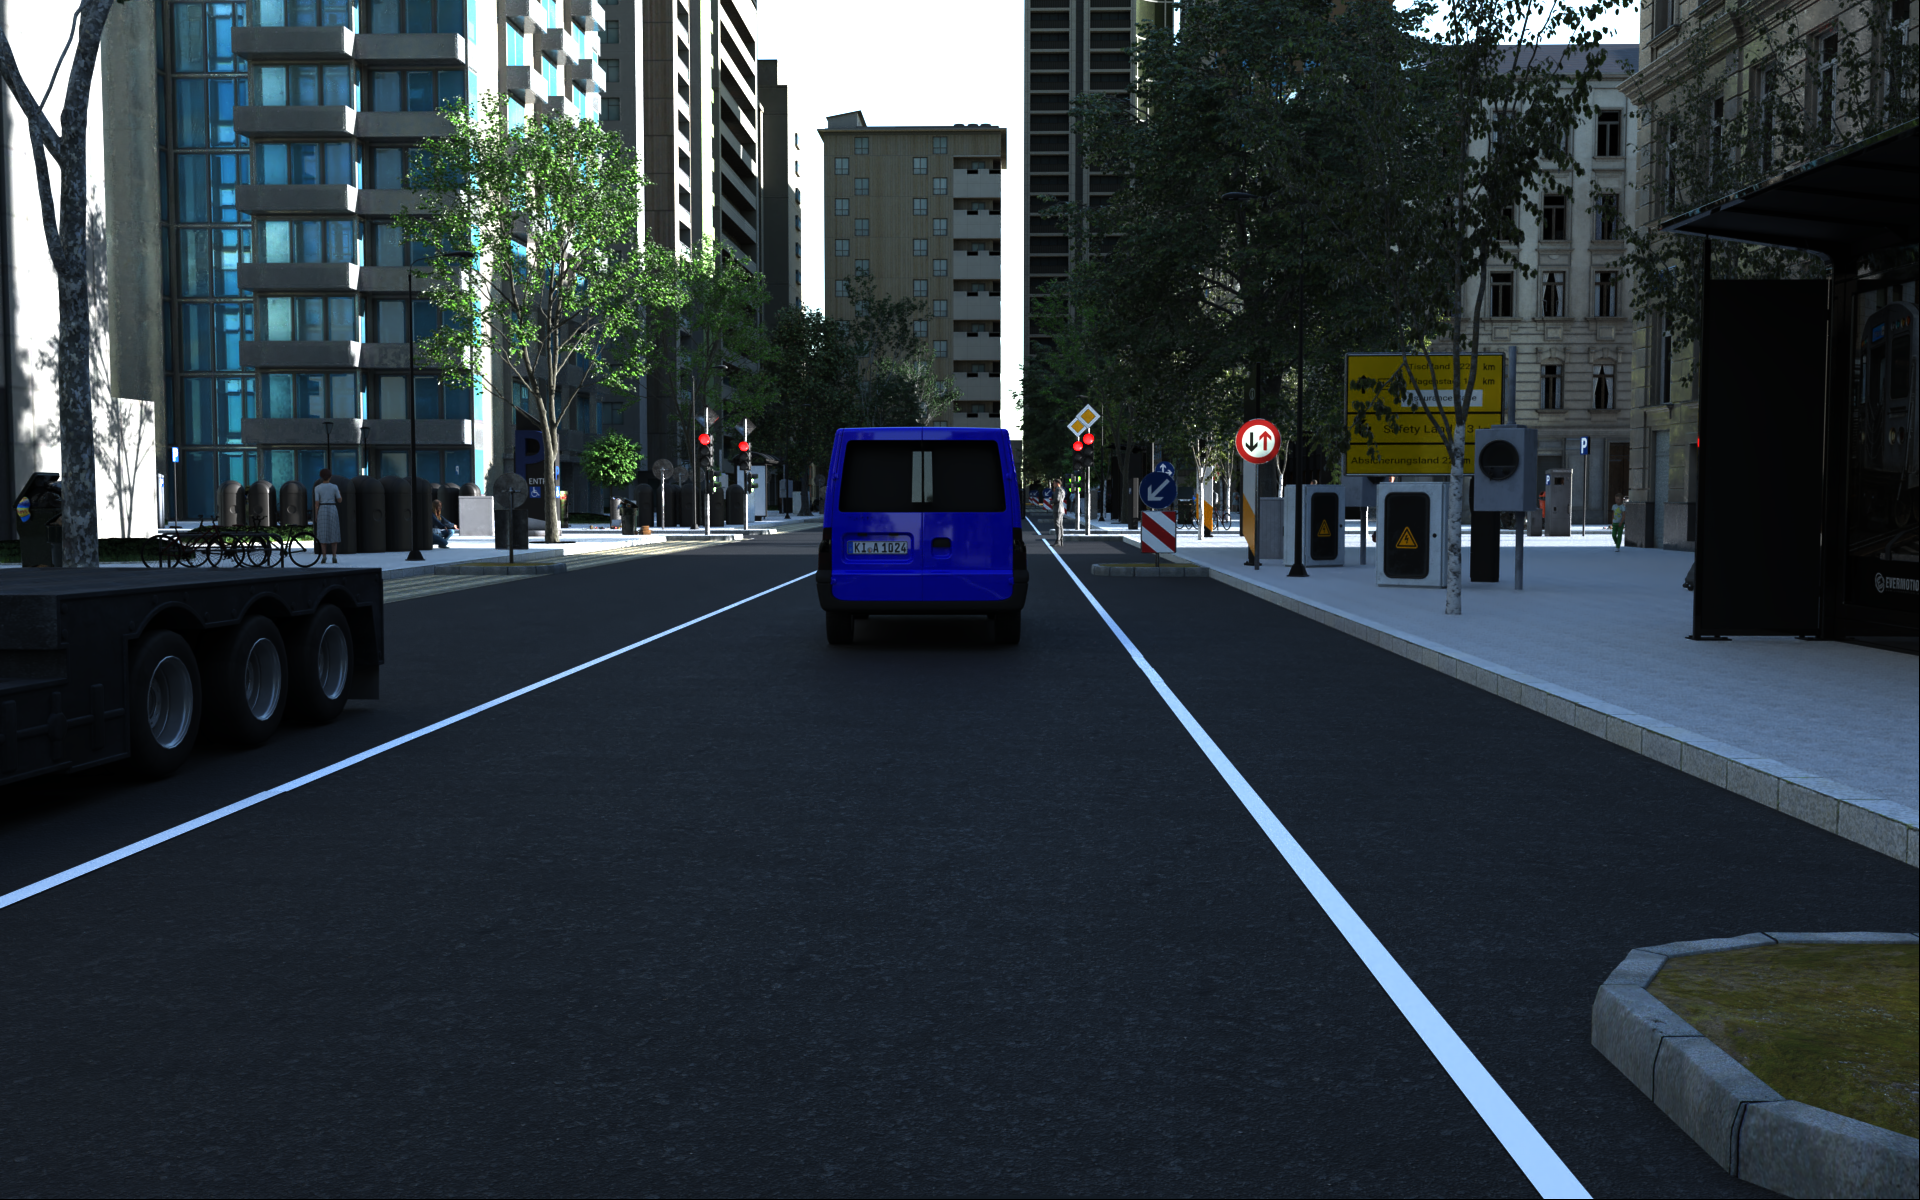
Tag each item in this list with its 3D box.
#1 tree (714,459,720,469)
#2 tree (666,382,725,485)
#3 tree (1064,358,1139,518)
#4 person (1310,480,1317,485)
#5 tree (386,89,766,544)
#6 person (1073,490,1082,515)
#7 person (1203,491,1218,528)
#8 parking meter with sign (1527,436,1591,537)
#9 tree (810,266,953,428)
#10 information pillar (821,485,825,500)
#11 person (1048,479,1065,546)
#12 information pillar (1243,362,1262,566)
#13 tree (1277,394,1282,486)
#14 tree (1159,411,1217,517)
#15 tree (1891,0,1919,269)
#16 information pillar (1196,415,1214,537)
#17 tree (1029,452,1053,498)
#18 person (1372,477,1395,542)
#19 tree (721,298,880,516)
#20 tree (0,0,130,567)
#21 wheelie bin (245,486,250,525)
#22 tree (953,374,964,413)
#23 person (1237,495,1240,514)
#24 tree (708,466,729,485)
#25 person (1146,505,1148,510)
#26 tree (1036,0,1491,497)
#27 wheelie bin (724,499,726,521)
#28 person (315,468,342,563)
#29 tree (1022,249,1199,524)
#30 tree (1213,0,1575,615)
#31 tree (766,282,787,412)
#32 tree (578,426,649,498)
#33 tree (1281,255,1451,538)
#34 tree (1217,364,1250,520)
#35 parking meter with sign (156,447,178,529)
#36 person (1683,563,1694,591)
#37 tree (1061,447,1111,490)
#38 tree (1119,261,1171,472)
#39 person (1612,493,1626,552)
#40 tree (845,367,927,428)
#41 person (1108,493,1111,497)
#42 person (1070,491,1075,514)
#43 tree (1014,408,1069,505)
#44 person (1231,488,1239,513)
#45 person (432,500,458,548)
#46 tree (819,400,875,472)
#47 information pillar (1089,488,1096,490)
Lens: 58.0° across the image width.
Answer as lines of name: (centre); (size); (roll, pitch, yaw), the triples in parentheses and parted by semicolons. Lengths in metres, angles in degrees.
tree: (-20.105, -9.281, 135.451); (4.285, 4.588, 4.351); (0, 3, 0)
tree: (-17.081, -9.819, 110.897); (4.360, 8.622, 3.978); (0, 3, 0)
tree: (7.729, -8.725, 93.012); (4.737, 8.622, 4.395); (0, 3, 0)
person: (12.757, -3.477, 63.068); (0.592, 1.802, 0.473); (-1, 4, -22)
tree: (-10.724, -7.286, 44.875); (9.928, 11.665, 9.643); (0, 3, 0)
person: (7.082, -5.940, 103.758); (0.643, 1.750, 0.593); (-1, 4, -16)
person: (9.306, -3.579, 64.903); (0.721, 1.781, 0.623); (1, 4, 12)
parking meter with sign: (18.113, -3.437, 52.463); (1.738, 3.016, 0.543); (0, 4, -4)
tree: (-8.499, -17.808, 147.053); (12.611, 20.169, 13.585); (0, 3, 0)
information pillar: (-9.579, -7.075, 120.170); (0.304, 2.012, 0.304); (1, 4, 14)
person: (2.636, -2.408, 47.684); (0.447, 1.846, 0.655); (1, 4, 18)
information pillar: (5.233, -2.429, 31.064); (0.183, 3.616, 0.504); (-1, 4, -18)
tree: (15.481, -7.400, 71.357); (4.737, 8.622, 4.395); (0, 3, 0)
tree: (13.021, -8.237, 85.044); (4.737, 8.622, 4.395); (0, 3, 0)
tree: (10.633, -4.207, 19.141); (4.360, 8.622, 3.978); (0, 3, 0)
information pillar: (7.282, -3.674, 51.423); (0.504, 3.616, 0.183); (1, 4, 13)
tree: (10.143, -14.984, 195.347); (4.737, 8.622, 4.395); (0, 3, 0)
person: (11.308, -2.442, 45.882); (0.836, 1.842, 0.656); (2, 4, 32)
tree: (-9.216, -11.283, 101.491); (9.611, 12.733, 9.660); (0, 3, 0)
tree: (-12.509, -10.147, 21.787); (12.611, 20.169, 13.585); (0, 3, 0)
wheelie bin: (-26.034, -3.431, 64.011); (0.980, 1.594, 0.693); (-3, 5, -42)
tree: (-4.724, -21.936, 214.545); (12.611, 20.169, 13.585); (0, 3, 0)
person: (18.172, -6.470, 112.024); (0.583, 1.804, 0.606); (2, 4, 24)
tree: (-16.366, -7.546, 117.976); (1.663, 3.219, 1.824); (0, 3, 0)
person: (15.169, -8.007, 140.187); (0.697, 1.427, 0.421); (-1, 4, -12)
tree: (6.667, -8.048, 38.232); (9.857, 13.997, 8.962); (0, 3, 0)
wheelie bin: (-11.294, -4.659, 84.086); (0.693, 1.594, 0.980); (1, 4, 13)
person: (-11.705, -1.559, 32.101); (0.480, 1.755, 0.524); (-2, 4, -24)
tree: (6.999, -9.091, 74.389); (9.928, 11.665, 9.643); (0, 3, 0)
tree: (5.156, -4.165, 18.457); (4.360, 8.622, 3.978); (0, 3, 0)
tree: (-10.789, -8.829, 70.115); (9.928, 11.665, 9.643); (0, 3, 0)
tree: (-16.841, -6.138, 84.073); (4.285, 4.588, 4.351); (0, 3, 0)
tree: (12.075, -6.116, 50.354); (4.737, 8.622, 4.395); (0, 3, 0)
tree: (14.223, -7.764, 77.298); (4.737, 8.622, 4.395); (0, 3, 0)
parking meter with sign: (-30.092, -4.176, 64.542); (1.738, 3.016, 0.543); (0, 4, -3)
person: (10.361, -1.021, 22.948); (1.509, 1.804, 0.699); (0, 4, -2)
tree: (7.328, -7.125, 100.206); (4.285, 4.588, 4.351); (0, 3, 0)
tree: (6.533, -5.976, 48.072); (4.360, 8.622, 3.978); (0, 3, 0)
person: (14.710, -1.736, 38.682); (0.306, 1.304, 0.590); (2, 4, 28)
tree: (-7.603, -16.401, 174.809); (9.857, 13.997, 8.962); (0, 3, 0)
person: (16.186, -10.829, 186.328); (0.697, 1.427, 0.421); (-2, 4, -25)
person: (7.445, -6.441, 113.169); (0.589, 1.601, 0.330); (2, 4, 34)
tree: (10.801, -17.798, 208.004); (9.611, 12.733, 9.660); (0, 3, 0)
person: (18.212, -6.569, 114.455); (0.512, 1.701, 0.522); (-1, 4, -19)
person: (-12.186, -1.794, 40.872); (0.738, 1.151, 1.012); (1, 4, 11)
tree: (-8.156, -11.131, 132.354); (4.737, 8.622, 4.395); (0, 3, 0)
information pillar: (7.850, -6.858, 103.488); (0.504, 3.616, 0.183); (1, 4, 12)
